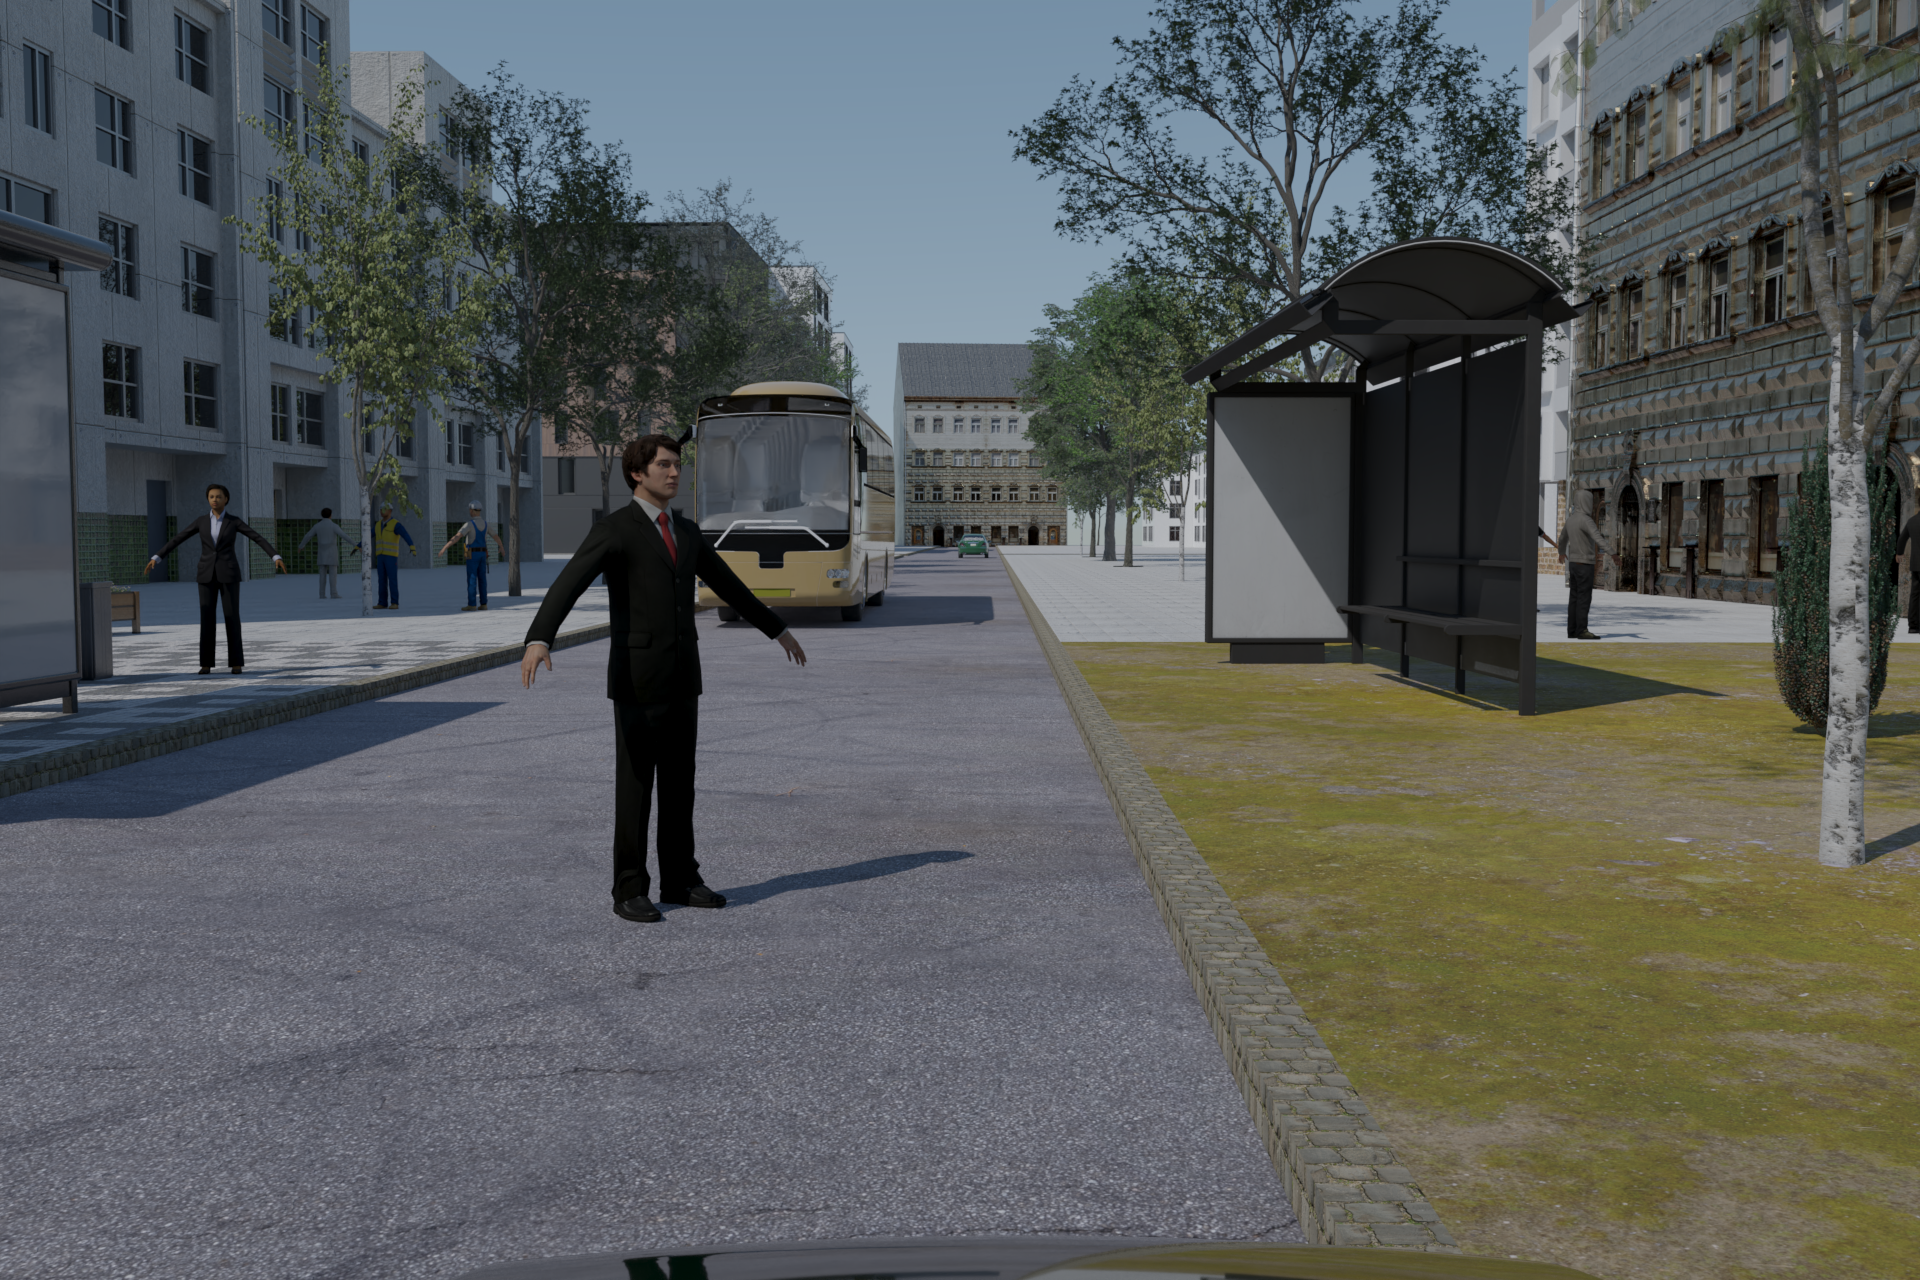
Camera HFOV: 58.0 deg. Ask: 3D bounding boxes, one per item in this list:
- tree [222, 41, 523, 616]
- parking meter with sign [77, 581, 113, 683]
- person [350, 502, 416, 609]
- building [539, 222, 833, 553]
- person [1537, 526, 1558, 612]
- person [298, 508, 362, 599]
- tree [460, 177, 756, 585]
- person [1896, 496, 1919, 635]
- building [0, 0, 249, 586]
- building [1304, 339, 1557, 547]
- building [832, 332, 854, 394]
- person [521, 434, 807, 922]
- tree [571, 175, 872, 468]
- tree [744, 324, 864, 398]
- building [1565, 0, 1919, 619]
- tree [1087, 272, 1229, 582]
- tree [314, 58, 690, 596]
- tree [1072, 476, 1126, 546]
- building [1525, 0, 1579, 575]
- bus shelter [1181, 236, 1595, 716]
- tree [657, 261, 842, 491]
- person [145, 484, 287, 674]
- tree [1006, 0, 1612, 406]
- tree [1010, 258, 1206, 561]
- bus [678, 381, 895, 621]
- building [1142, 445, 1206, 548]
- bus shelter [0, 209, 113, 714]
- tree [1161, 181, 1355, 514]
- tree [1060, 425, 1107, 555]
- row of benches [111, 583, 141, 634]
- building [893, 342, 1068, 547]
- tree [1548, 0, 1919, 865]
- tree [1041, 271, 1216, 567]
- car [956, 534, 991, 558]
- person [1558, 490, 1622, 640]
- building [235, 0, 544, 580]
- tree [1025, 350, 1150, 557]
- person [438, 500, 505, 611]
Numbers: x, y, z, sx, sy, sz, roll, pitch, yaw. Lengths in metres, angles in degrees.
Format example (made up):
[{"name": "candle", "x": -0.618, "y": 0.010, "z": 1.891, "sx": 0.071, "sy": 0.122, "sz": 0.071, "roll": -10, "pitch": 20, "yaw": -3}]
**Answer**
[{"name": "tree", "x": -9.071, "y": -4.687, "z": 26.998, "sx": 4.737, "sy": 8.622, "sz": 4.395, "roll": 0, "pitch": 3, "yaw": 0}, {"name": "parking meter with sign", "x": -7.761, "y": -1.117, "z": 14.524, "sx": 0.543, "sy": 3.016, "sz": 1.738, "roll": 0, "pitch": 4, "yaw": 0}, {"name": "person", "x": -9.802, "y": -1.444, "z": 29.579, "sx": 1.349, "sy": 1.833, "sz": 0.705, "roll": 1, "pitch": 4, "yaw": 21}, {"name": "building", "x": -25.125, "y": -17.506, "z": 130.195, "sx": 27.936, "sy": 21.610, "sz": 32.646, "roll": 0, "pitch": 4, "yaw": 2}, {"name": "person", "x": 9.278, "y": -1.360, "z": 28.382, "sx": 1.345, "sy": 1.843, "sz": 0.704, "roll": -1, "pitch": 4, "yaw": -16}, {"name": "person", "x": -12.580, "y": -1.732, "z": 34.501, "sx": 1.347, "sy": 1.806, "sz": 0.705, "roll": 0, "pitch": 4, "yaw": 7}, {"name": "tree", "x": -8.813, "y": -6.703, "z": 44.014, "sx": 8.767, "sy": 10.594, "sz": 7.601, "roll": 1, "pitch": 4, "yaw": 22}, {"name": "person", "x": 12.354, "y": -0.974, "z": 22.142, "sx": 0.704, "sy": 1.802, "sz": 1.346, "roll": 0, "pitch": 4, "yaw": -5}, {"name": "building", "x": -27.993, "y": -10.048, "z": 30.739, "sx": 16.747, "sy": 18.905, "sz": 31.486, "roll": 0, "pitch": 4, "yaw": 2}, {"name": "building", "x": 21.604, "y": -8.033, "z": 73.482, "sx": 9.099, "sy": 9.664, "sz": 28.070, "roll": 0, "pitch": 4, "yaw": 1}, {"name": "building", "x": -25.624, "y": -20.135, "z": 173.175, "sx": 27.936, "sy": 21.610, "sz": 32.646, "roll": 0, "pitch": 4, "yaw": 0}, {"name": "person", "x": -1.133, "y": 0.128, "z": 6.557, "sx": 0.705, "sy": 1.806, "sz": 1.347, "roll": 3, "pitch": 5, "yaw": 40}, {"name": "tree", "x": -8.565, "y": -9.162, "z": 60.168, "sx": 12.009, "sy": 13.543, "sz": 11.850, "roll": 0, "pitch": 3, "yaw": 0}, {"name": "tree", "x": -8.201, "y": -9.808, "z": 86.110, "sx": 9.928, "sy": 11.665, "sz": 9.643, "roll": 0, "pitch": 3, "yaw": 0}, {"name": "building", "x": 23.629, "y": -12.271, "z": 31.565, "sx": 19.493, "sy": 23.208, "sz": 18.063, "roll": 0, "pitch": 4, "yaw": 1}, {"name": "tree", "x": 5.862, "y": -5.900, "z": 46.831, "sx": 4.737, "sy": 8.622, "sz": 4.395, "roll": 0, "pitch": 3, "yaw": 0}, {"name": "tree", "x": -9.277, "y": -6.157, "z": 35.082, "sx": 8.767, "sy": 10.594, "sz": 7.601, "roll": 1, "pitch": 4, "yaw": 11}, {"name": "tree", "x": 15.562, "y": -15.678, "z": 190.743, "sx": 7.601, "sy": 10.594, "sz": 8.767, "roll": 0, "pitch": 4, "yaw": 5}, {"name": "building", "x": 23.589, "y": -12.149, "z": 55.056, "sx": 16.016, "sy": 20.090, "sz": 11.380, "roll": 0, "pitch": 4, "yaw": 1}, {"name": "bus shelter", "x": 3.253, "y": -1.263, "z": 14.567, "sx": 2.014, "sy": 3.302, "sz": 5.546, "roll": 0, "pitch": 4, "yaw": -1}, {"name": "tree", "x": -8.748, "y": -9.434, "z": 72.378, "sx": 7.486, "sy": 12.596, "sz": 7.792, "roll": 0, "pitch": 3, "yaw": 0}, {"name": "person", "x": -6.772, "y": -0.555, "z": 15.791, "sx": 1.216, "sy": 1.740, "sz": 0.721, "roll": -1, "pitch": 4, "yaw": -11}, {"name": "tree", "x": 5.162, "y": -5.483, "z": 24.055, "sx": 8.767, "sy": 10.594, "sz": 7.601, "roll": -1, "pitch": 4, "yaw": -20}, {"name": "tree", "x": 7.141, "y": -10.722, "z": 81.957, "sx": 9.857, "sy": 13.997, "sz": 8.962, "roll": 0, "pitch": 3, "yaw": 0}, {"name": "bus", "x": -2.746, "y": -2.454, "z": 31.668, "sx": 2.896, "sy": 3.916, "sz": 12.252, "roll": 0, "pitch": 4, "yaw": 1}, {"name": "building", "x": 23.427, "y": -13.880, "z": 169.079, "sx": 9.099, "sy": 9.664, "sz": 28.070, "roll": 0, "pitch": 4, "yaw": 1}, {"name": "bus shelter", "x": -7.277, "y": -1.860, "z": 8.041, "sx": 2.179, "sy": 5.291, "sz": 8.768, "roll": 0, "pitch": 4, "yaw": 2}, {"name": "tree", "x": 6.134, "y": -5.316, "z": 37.273, "sx": 4.737, "sy": 8.622, "sz": 4.395, "roll": 0, "pitch": 3, "yaw": 0}, {"name": "tree", "x": 7.075, "y": -9.368, "z": 103.536, "sx": 4.360, "sy": 8.622, "sz": 3.978, "roll": 0, "pitch": 3, "yaw": 0}, {"name": "row of benches", "x": -11.296, "y": -0.311, "z": 20.547, "sx": 1.422, "sy": 0.672, "sz": 4.104, "roll": 1, "pitch": 4, "yaw": 14}, {"name": "building", "x": 1.955, "y": -22.325, "z": 198.397, "sx": 18.063, "sy": 23.208, "sz": 19.493, "roll": 0, "pitch": 4, "yaw": -6}, {"name": "tree", "x": 3.639, "y": -3.443, "z": 6.660, "sx": 4.360, "sy": 8.622, "sz": 3.978, "roll": 0, "pitch": 3, "yaw": 0}, {"name": "tree", "x": 6.663, "y": -8.639, "z": 67.001, "sx": 9.928, "sy": 11.665, "sz": 9.643, "roll": 0, "pitch": 3, "yaw": 0}, {"name": "car", "x": 0.821, "y": -5.637, "z": 103.968, "sx": 2.131, "sy": 1.459, "sz": 4.920, "roll": 0, "pitch": 4, "yaw": 1}, {"name": "person", "x": 7.614, "y": -0.918, "z": 21.132, "sx": 0.705, "sy": 1.813, "sz": 1.348, "roll": -1, "pitch": 4, "yaw": -10}, {"name": "building", "x": -27.956, "y": -12.082, "z": 63.992, "sx": 16.747, "sy": 18.905, "sz": 31.486, "roll": 0, "pitch": 4, "yaw": 1}, {"name": "tree", "x": 7.324, "y": -10.351, "z": 94.993, "sx": 9.928, "sy": 11.665, "sz": 9.643, "roll": 0, "pitch": 3, "yaw": 0}, {"name": "person", "x": -8.123, "y": -1.416, "z": 29.014, "sx": 0.705, "sy": 1.847, "sz": 1.347, "roll": 3, "pitch": 4, "yaw": 36}]
